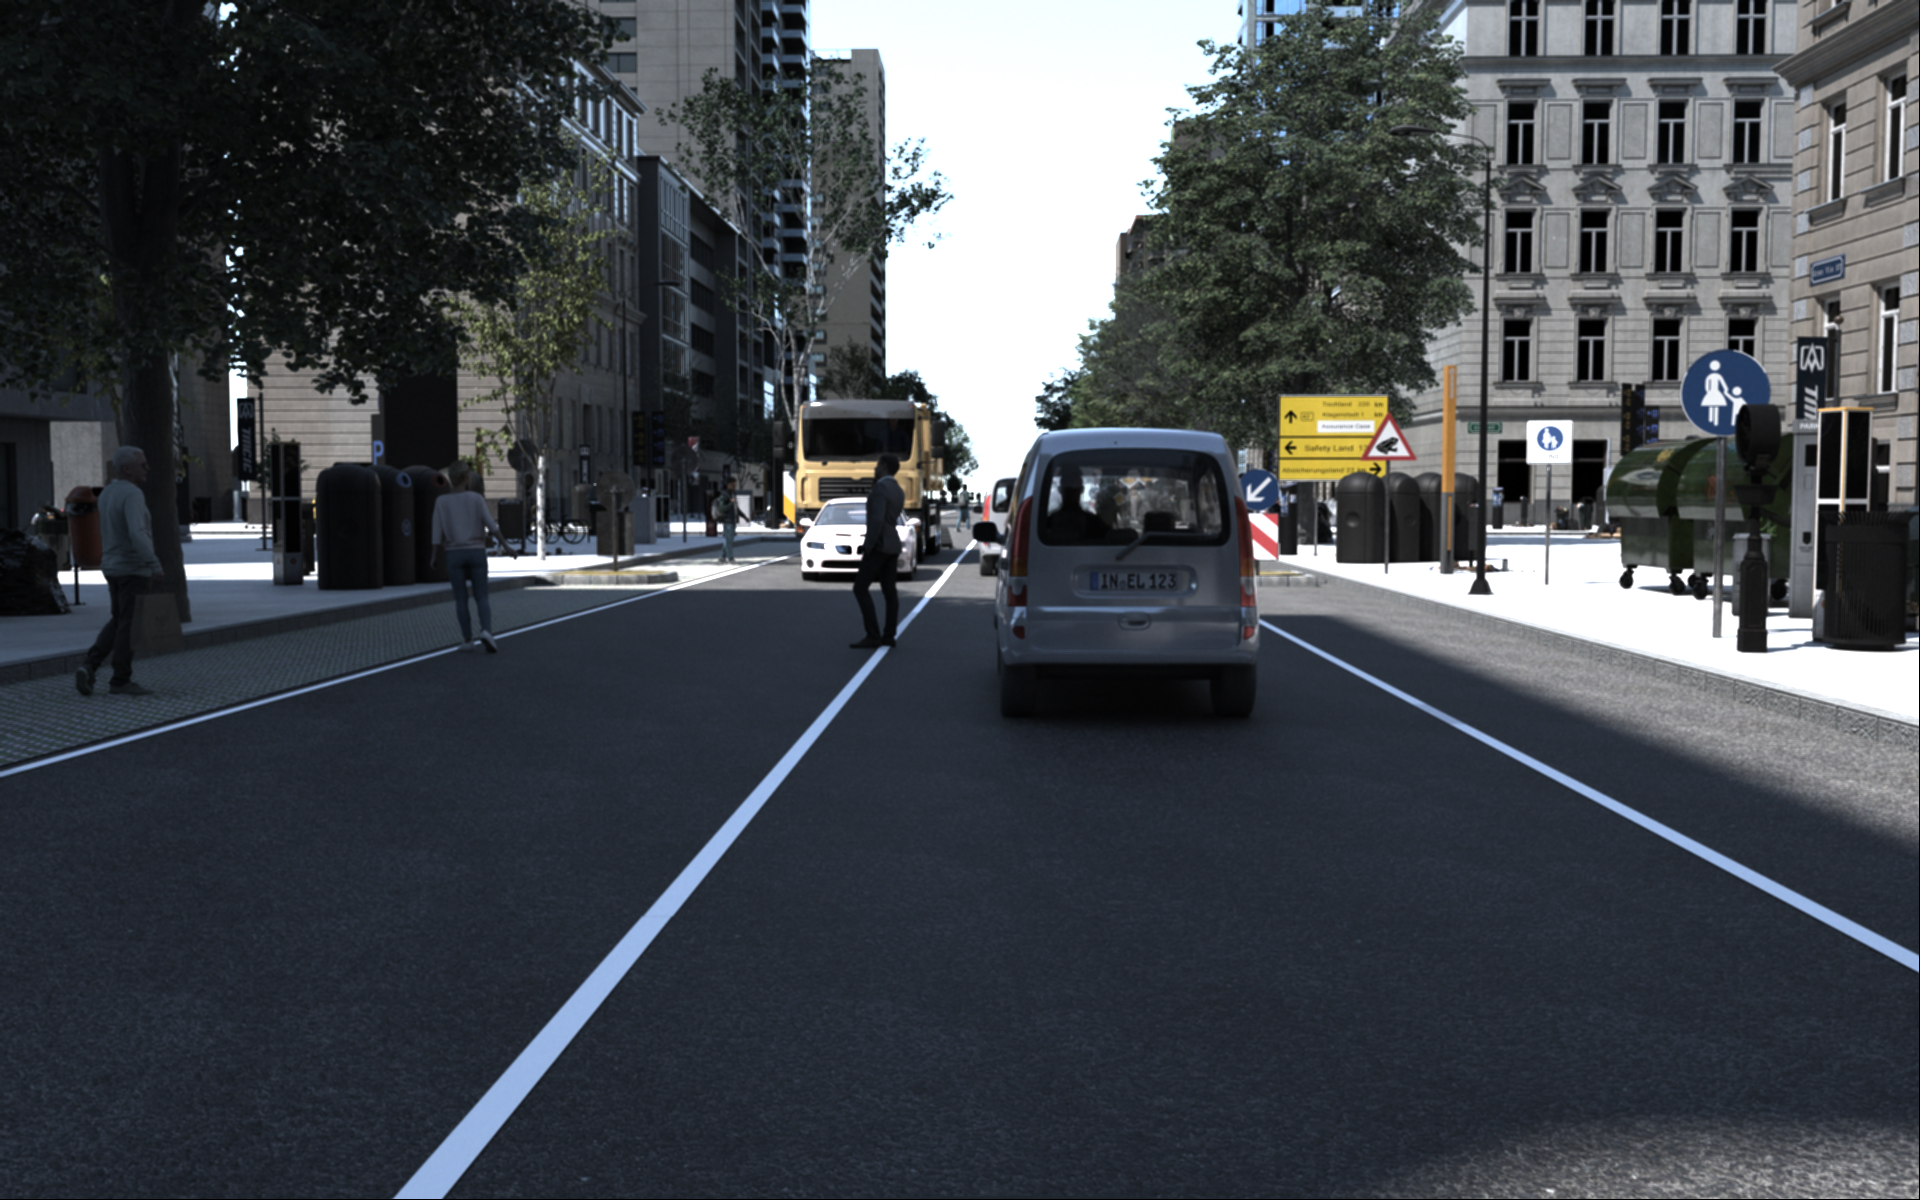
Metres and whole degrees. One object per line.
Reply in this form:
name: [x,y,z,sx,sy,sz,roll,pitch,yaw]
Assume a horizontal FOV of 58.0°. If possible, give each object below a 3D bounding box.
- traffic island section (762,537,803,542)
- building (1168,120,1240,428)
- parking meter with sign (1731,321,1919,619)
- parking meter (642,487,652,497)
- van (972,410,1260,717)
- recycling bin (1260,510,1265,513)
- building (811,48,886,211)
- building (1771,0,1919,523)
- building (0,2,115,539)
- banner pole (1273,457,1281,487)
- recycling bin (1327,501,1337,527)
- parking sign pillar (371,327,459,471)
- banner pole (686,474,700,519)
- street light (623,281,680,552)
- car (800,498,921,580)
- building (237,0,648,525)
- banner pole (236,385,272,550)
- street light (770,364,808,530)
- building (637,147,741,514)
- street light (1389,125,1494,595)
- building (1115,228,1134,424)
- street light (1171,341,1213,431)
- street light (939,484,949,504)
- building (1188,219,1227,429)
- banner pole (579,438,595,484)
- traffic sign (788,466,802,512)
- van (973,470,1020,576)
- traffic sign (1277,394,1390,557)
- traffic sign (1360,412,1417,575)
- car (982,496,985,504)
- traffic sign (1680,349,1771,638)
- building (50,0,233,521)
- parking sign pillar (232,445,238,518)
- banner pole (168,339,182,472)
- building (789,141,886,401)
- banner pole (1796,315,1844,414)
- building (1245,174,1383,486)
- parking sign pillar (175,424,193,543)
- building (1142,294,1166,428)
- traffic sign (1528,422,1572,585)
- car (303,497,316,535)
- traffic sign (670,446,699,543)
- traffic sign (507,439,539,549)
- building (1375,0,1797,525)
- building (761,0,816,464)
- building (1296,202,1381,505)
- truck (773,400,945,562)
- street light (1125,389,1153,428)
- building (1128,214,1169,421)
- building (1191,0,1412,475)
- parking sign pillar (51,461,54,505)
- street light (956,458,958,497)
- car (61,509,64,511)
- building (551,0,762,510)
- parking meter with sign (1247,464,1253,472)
traffic island section: [-4.863,-1.865,52.777,2.009,0.180,2.903,0,4,2]
building: [30.077,-31.124,192.473,14.154,41.232,14.086,0,4,2]
parking meter with sign: [8.933,-1.319,17.828,1.738,3.016,0.543,2,4,27]
parking meter: [-11.759,-3.467,65.097,0.372,1.533,0.369,0,3,0]
van: [1.091,-0.337,12.527,2.013,2.044,4.112,0,4,1]
recycling bin: [14.270,-4.145,80.325,0.722,1.027,0.722,2,4,26]
building: [-20.412,-51.702,283.572,20.563,71.187,20.611,0,4,2]
building: [24.446,-14.084,27.540,12.463,27.353,25.104,0,4,2]
building: [-25.683,-16.018,33.599,14.107,30.474,14.160,0,4,2]
banner pole: [18.949,-6.952,103.677,0.863,3.779,0.401,0,4,4]
recycling bin: [14.752,-3.351,67.346,0.722,1.027,0.722,-2,4,-26]
parking sign pillar: [-8.677,-2.393,27.600,1.447,3.967,1.447,3,5,42]
banner pole: [-13.489,-5.985,87.865,0.863,3.779,0.401,0,4,-6]
street light: [-6.782,-3.995,37.858,1.470,5.913,1.316,0,4,2]
car: [-1.707,-1.095,30.267,2.083,1.381,4.827,0,4,0]
building: [-23.723,-17.523,83.757,12.463,27.353,25.104,0,4,2]
banner pole: [-16.113,-3.027,39.508,0.863,3.779,0.401,1,4,11]
street light: [-6.129,-5.485,62.216,1.470,5.913,1.316,0,4,2]
building: [-23.455,-17.878,111.373,14.314,24.678,30.058,0,4,2]
street light: [6.110,-3.023,21.974,1.470,5.913,1.316,0,4,2]
building: [32.861,-38.918,286.415,14.600,45.320,14.200,0,4,2]
street light: [7.044,-4.876,52.270,1.470,5.913,1.316,0,4,2]
street light: [-1.795,-13.722,196.902,1.470,5.913,1.316,0,4,2]
building: [30.319,-24.867,178.275,14.160,30.474,14.107,0,4,2]
banner pole: [-16.549,-5.333,77.209,0.863,3.779,0.401,-1,4,-12]
traffic sign: [-4.839,-3.001,52.714,0.795,2.450,0.064,0,4,2]
van: [1.218,-1.507,31.648,2.013,2.044,4.112,0,4,2]
traffic sign: [7.605,-2.537,35.347,2.265,3.308,0.079,0,4,4]
traffic sign: [6.797,-1.684,27.539,0.884,2.594,0.081,0,4,3]
car: [4.124,-14.015,241.510,2.083,1.381,4.827,0,4,1]
traffic sign: [6.738,-0.932,15.340,0.768,2.556,0.104,0,4,6]
building: [-45.474,-15.892,77.855,19.932,24.808,12.078,0,4,2]
parking sign pillar: [-40.104,-6.525,95.163,1.447,3.967,1.447,0,4,2]
banner pole: [-10.957,-2.083,24.075,0.401,3.779,0.863,0,4,-6]
building: [-22.223,-37.760,241.077,21.300,48.544,21.600,0,4,2]
banner pole: [12.081,-2.099,24.334,0.863,3.779,0.401,-1,4,-9]
building: [26.571,-18.077,124.445,11.050,23.489,19.941,0,4,2]
parking sign pillar: [-21.153,-3.508,45.834,1.447,3.967,1.447,3,5,43]
building: [31.810,-28.804,242.638,14.160,30.474,14.107,0,4,2]
traffic sign: [8.255,-1.356,24.304,0.606,2.300,0.079,1,4,11]
car: [-19.736,-2.885,57.397,3.980,1.641,2.015,0,4,3]
traffic sign: [-7.290,-2.795,45.800,0.768,2.556,0.104,1,4,9]
traffic sign: [-10.158,-2.457,40.284,0.768,2.556,0.104,0,4,6]
building: [42.060,-18.400,77.259,44.131,29.872,17.030,0,4,2]
building: [-25.375,-52.529,171.512,22.319,86.520,31.000,0,4,2]
building: [25.949,-14.702,105.011,10.561,19.102,19.286,0,4,2]
truck: [-1.890,-2.604,38.503,3.469,3.379,9.791,0,4,2]
street light: [7.825,-6.289,75.358,1.470,5.913,1.316,0,4,2]
building: [36.977,-37.306,264.580,22.147,44.769,28.867,0,4,2]
building: [33.181,-51.454,153.952,22.319,86.520,31.000,0,4,2]
parking sign pillar: [-57.576,-7.284,107.570,1.447,3.967,1.447,1,4,23]
street light: [-1.010,-15.174,220.632,1.470,5.913,1.316,0,4,2]
car: [-27.824,-2.937,57.056,4.494,1.783,2.155,0,4,3]
building: [-25.274,-43.256,145.493,20.563,71.187,20.611,0,4,2]
parking meter with sign: [17.265,-6.272,98.804,1.738,3.016,0.543,3,4,36]
